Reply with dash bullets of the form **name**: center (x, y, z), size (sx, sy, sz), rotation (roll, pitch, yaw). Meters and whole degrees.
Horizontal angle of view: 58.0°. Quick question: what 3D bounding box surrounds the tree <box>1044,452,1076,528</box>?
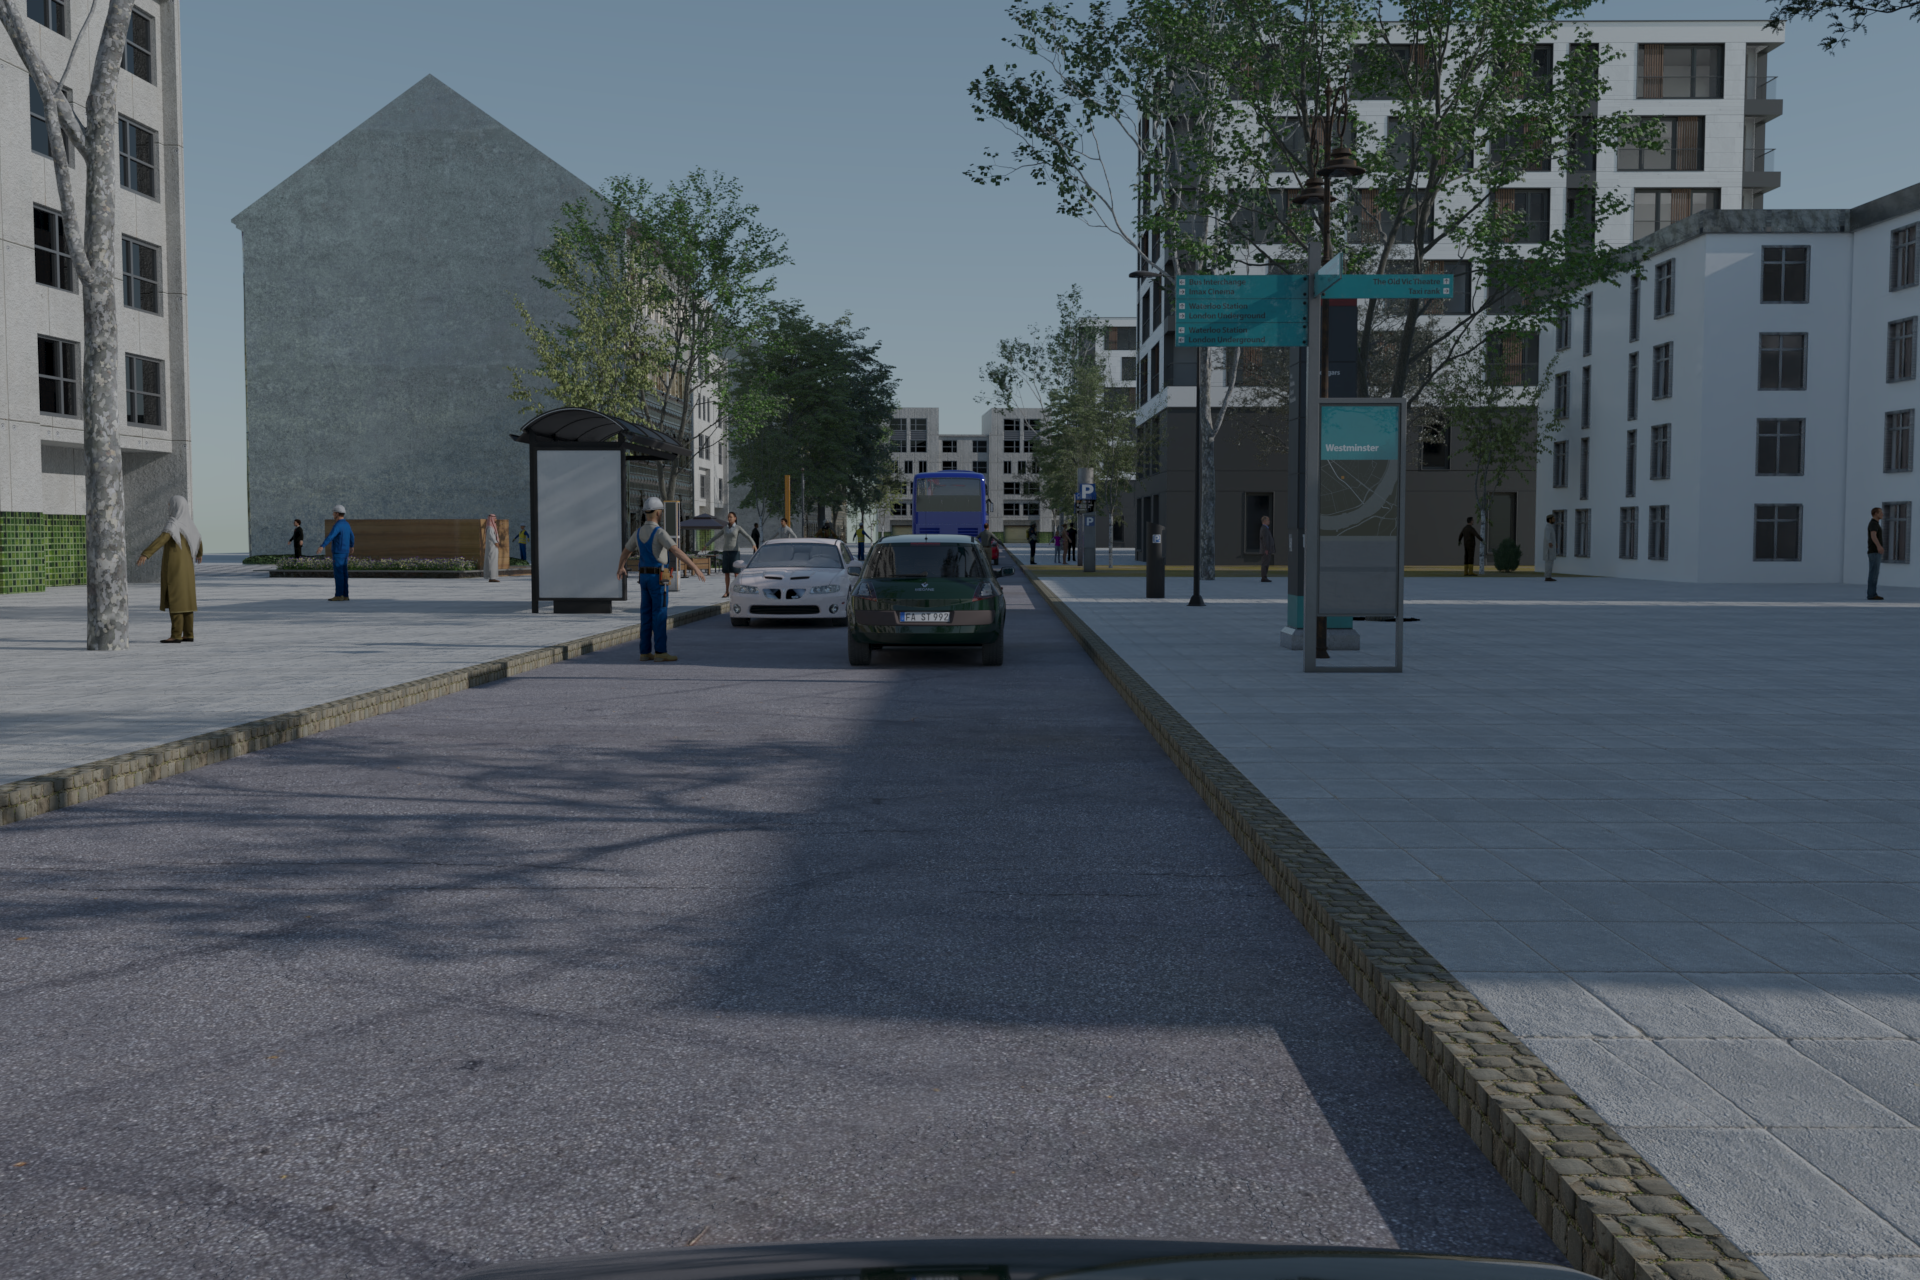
- **tree**: center (8.985, -11.931, 145.441), size (4.737, 8.622, 4.395), rotation (0, 3, 0)

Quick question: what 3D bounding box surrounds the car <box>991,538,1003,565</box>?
- **car**: center (0.933, -4.437, 81.582), size (2.155, 1.783, 4.494), rotation (0, 4, 1)

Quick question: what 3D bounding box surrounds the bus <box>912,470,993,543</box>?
- **bus**: center (-0.226, -4.529, 65.602), size (2.896, 3.916, 12.251), rotation (0, 4, 2)

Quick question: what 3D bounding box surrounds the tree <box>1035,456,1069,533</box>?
- **tree**: center (8.198, -12.335, 152.039), size (4.360, 8.622, 3.978), rotation (0, 3, 0)

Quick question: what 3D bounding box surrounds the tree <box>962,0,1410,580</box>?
- **tree**: center (5.764, -11.686, 46.953), size (12.611, 20.169, 13.585), rotation (0, 3, 0)

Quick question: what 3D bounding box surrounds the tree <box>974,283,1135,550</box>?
- **tree**: center (7.384, -16.978, 133.482), size (12.611, 20.169, 13.585), rotation (0, 3, 0)

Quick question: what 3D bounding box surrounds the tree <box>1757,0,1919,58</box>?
- **tree**: center (6.227, -4.453, 7.220), size (8.767, 10.594, 7.601), rotation (3, 5, 41)

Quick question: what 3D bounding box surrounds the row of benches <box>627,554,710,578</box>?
- **row of benches**: center (-8.846, -2.254, 52.310), size (1.422, 0.672, 4.104), rotation (1, 4, 22)

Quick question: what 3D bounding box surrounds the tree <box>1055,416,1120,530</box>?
- **tree**: center (7.380, -9.671, 108.482), size (4.360, 8.622, 3.978), rotation (0, 3, 0)

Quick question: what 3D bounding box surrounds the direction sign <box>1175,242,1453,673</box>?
- **direction sign**: center (3.232, -1.630, 15.415), size (2.525, 3.948, 1.411), rotation (0, 4, 1)

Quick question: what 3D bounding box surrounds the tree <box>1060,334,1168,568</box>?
- **tree**: center (5.428, -7.002, 64.852), size (4.360, 8.622, 3.978), rotation (0, 3, 0)

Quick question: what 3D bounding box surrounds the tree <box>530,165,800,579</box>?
- **tree**: center (-8.480, -7.594, 49.914), size (9.928, 11.665, 9.643), rotation (0, 3, 0)

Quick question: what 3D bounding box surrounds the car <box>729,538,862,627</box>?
- **car**: center (-2.593, -0.978, 28.354), size (2.083, 1.381, 4.827), rotation (0, 4, 1)

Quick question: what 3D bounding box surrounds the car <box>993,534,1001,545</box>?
- **car**: center (1.973, -7.113, 128.098), size (2.131, 1.459, 4.920), rotation (0, 4, 1)

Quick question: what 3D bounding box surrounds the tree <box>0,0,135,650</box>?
- **tree**: center (-10.820, -9.991, 19.236), size (12.611, 20.169, 13.585), rotation (0, 3, 0)

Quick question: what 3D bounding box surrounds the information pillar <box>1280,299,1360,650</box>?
- **information pillar**: center (4.040, -1.834, 19.360), size (0.750, 3.857, 0.750), rotation (0, 4, 1)

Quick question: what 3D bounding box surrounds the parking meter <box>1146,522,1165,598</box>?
- **parking meter**: center (3.917, -1.606, 34.675), size (0.372, 1.533, 0.369), rotation (0, 3, 0)

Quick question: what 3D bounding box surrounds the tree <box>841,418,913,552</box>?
- **tree**: center (-7.096, -11.464, 121.842), size (8.767, 10.594, 7.601), rotation (3, 5, 39)

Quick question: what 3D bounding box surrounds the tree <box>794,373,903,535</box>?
- **tree**: center (-7.737, -11.207, 108.989), size (9.928, 11.665, 9.643), rotation (0, 3, 0)

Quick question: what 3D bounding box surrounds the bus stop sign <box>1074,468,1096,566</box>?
- **bus stop sign**: center (4.996, -4.895, 69.053), size (0.837, 3.901, 0.837), rotation (0, 4, 1)

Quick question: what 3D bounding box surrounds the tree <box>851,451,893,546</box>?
- **tree**: center (-7.190, -11.653, 140.891), size (4.360, 8.622, 3.978), rotation (0, 3, 0)

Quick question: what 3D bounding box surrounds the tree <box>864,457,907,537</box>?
- **tree**: center (-6.781, -12.390, 152.940), size (4.737, 8.622, 4.395), rotation (0, 3, 0)

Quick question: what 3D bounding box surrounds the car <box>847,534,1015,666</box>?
- **car**: center (-0.352, -0.640, 20.253), size (2.009, 1.686, 4.222), rotation (0, 4, 1)

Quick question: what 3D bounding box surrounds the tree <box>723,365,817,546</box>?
- **tree**: center (-8.750, -7.657, 75.558), size (4.360, 8.622, 3.978), rotation (0, 3, 0)

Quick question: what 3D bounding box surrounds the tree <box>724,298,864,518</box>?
- **tree**: center (-8.120, -10.132, 83.785), size (7.486, 12.596, 7.792), rotation (0, 3, 0)

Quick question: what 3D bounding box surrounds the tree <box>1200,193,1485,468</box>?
- **tree**: center (13.968, -9.360, 63.400), size (12.009, 13.543, 11.850), rotation (0, 3, 0)

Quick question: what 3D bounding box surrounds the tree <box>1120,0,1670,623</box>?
- **tree**: center (6.107, -6.077, 25.120), size (9.928, 11.665, 9.643), rotation (0, 3, 0)

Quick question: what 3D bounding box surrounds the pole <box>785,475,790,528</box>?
- **pole**: center (-5.980, -4.051, 60.083), size (0.158, 3.312, 0.155), rotation (0, 3, 0)

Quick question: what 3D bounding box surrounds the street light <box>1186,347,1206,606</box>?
- **street light**: center (4.756, -3.555, 30.670), size (1.470, 5.913, 1.316), rotation (0, 4, 1)

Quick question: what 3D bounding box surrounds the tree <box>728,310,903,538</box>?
- **tree**: center (-7.981, -11.702, 97.990), size (9.857, 13.997, 8.962), rotation (0, 3, 0)

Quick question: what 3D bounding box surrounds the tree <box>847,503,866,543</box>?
- **tree**: center (-14.768, -18.316, 249.831), size (4.360, 8.622, 3.978), rotation (0, 3, 0)

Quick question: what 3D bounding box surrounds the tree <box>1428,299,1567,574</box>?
- **tree**: center (16.961, -6.416, 55.270), size (4.737, 8.622, 4.395), rotation (0, 3, 0)

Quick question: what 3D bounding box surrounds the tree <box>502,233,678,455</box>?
- **tree**: center (-8.664, -5.588, 41.724), size (4.737, 8.622, 4.395), rotation (0, 3, 0)

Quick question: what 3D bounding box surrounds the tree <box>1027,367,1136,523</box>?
- **tree**: center (8.354, -12.155, 116.858), size (7.486, 12.596, 7.792), rotation (0, 3, 0)

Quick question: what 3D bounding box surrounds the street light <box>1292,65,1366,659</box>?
- **street light**: center (3.736, -2.749, 17.735), size (0.468, 5.910, 1.993), rotation (0, 4, 1)

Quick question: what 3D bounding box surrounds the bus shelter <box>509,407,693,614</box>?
- **bus shelter**: center (-6.130, -2.228, 30.350), size (2.014, 3.302, 5.546), rotation (0, 4, 1)

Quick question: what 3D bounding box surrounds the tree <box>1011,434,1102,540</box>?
- **tree**: center (8.833, -13.693, 158.286), size (8.767, 10.594, 7.601), rotation (0, 4, 5)
